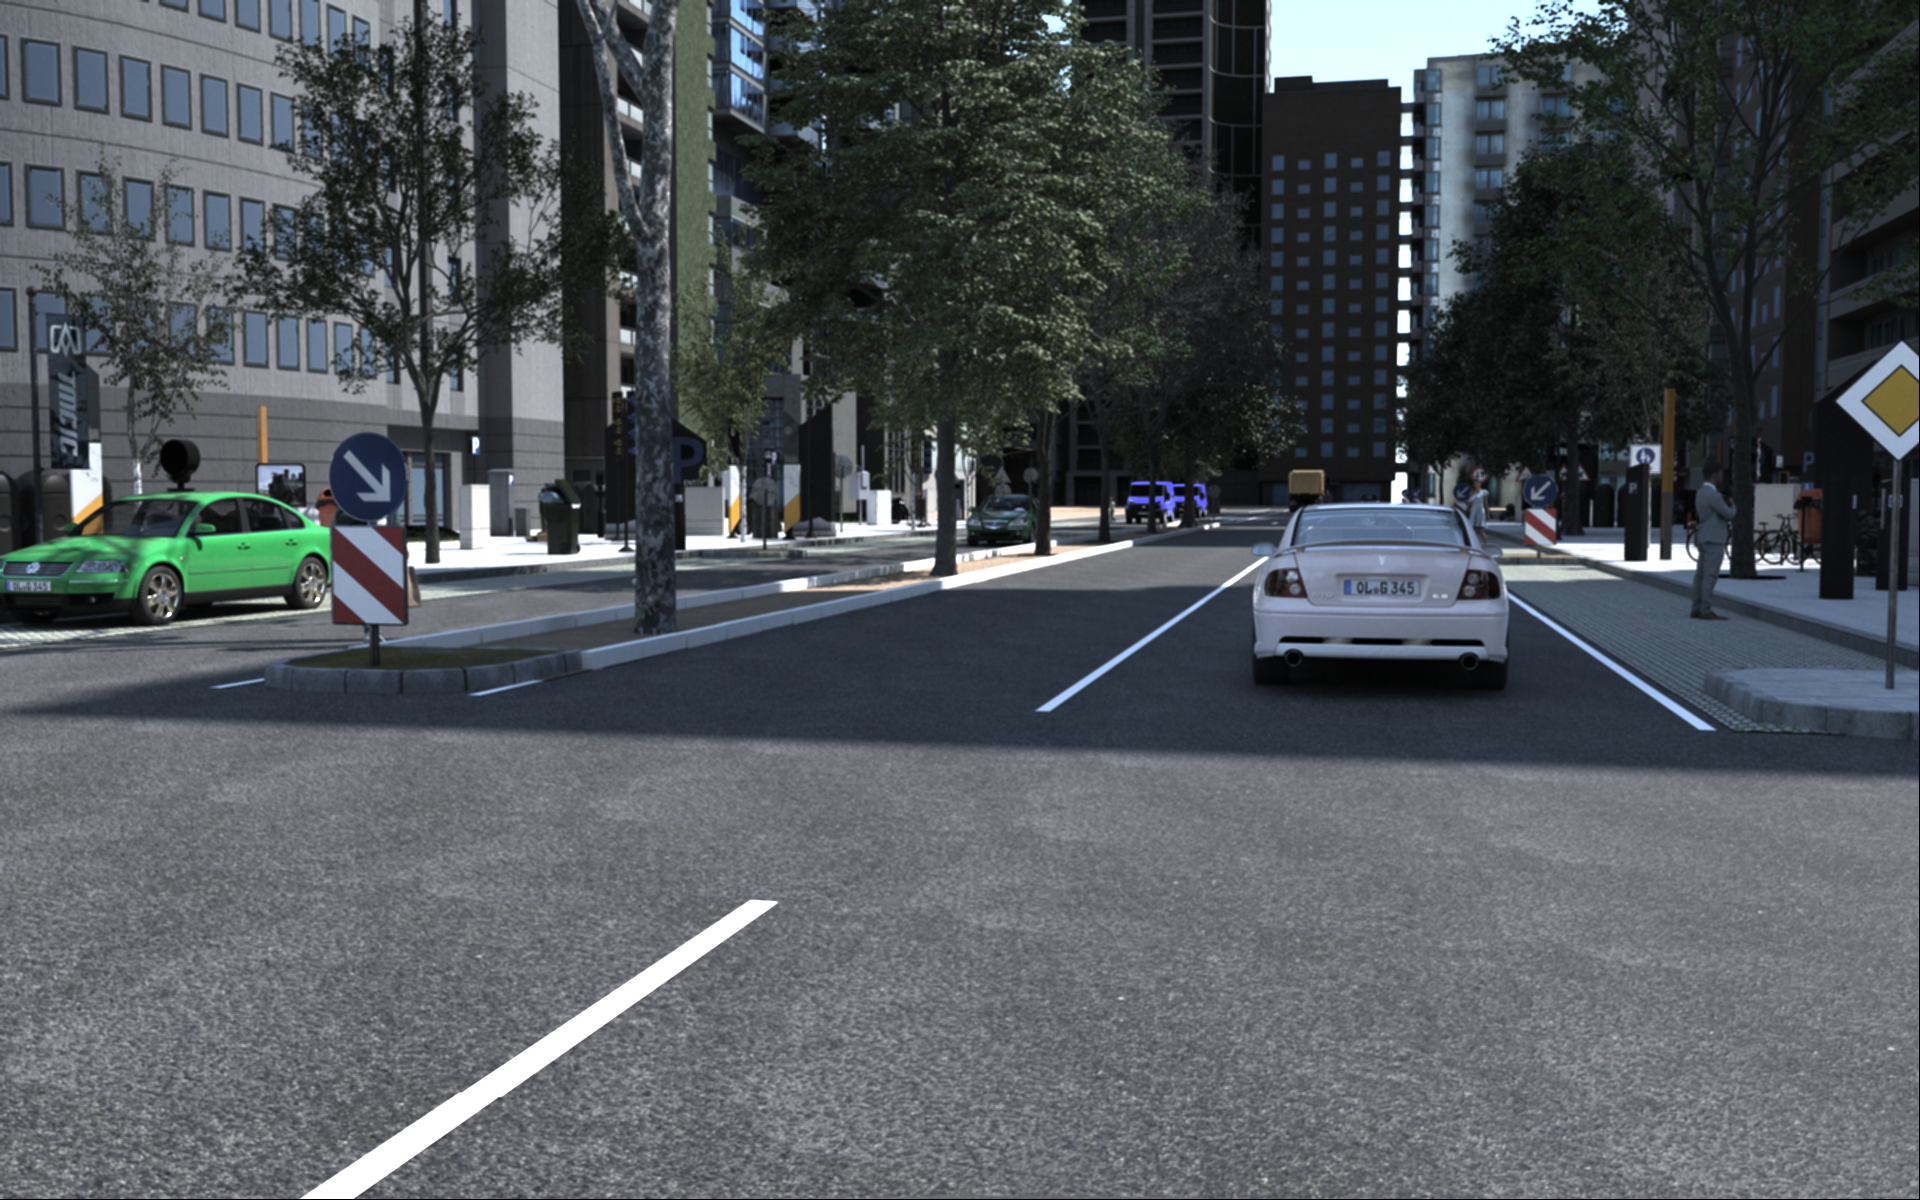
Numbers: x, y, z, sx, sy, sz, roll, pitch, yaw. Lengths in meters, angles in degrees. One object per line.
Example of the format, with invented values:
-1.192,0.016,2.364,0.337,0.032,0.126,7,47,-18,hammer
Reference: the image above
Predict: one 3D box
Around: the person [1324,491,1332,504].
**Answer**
34.023,-9.250,160.287,0.990,1.755,0.434,3,4,38,person

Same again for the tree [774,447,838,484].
-7.975,-6.501,90.009,4.285,4.588,4.351,0,3,0,tree

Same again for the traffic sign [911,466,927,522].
-1.912,-4.865,79.653,0.768,2.556,0.104,1,4,17,traffic sign

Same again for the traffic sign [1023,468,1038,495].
3.414,-5.139,84.130,0.768,2.556,0.104,1,4,22,traffic sign

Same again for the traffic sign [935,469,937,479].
-0.828,-4.911,80.408,0.768,2.556,0.104,1,4,17,traffic sign

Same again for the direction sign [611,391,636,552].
-7.384,-2.828,38.242,0.876,3.537,0.379,3,5,42,direction sign

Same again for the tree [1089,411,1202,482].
14.557,-12.258,134.833,8.767,10.594,7.601,-1,4,-11,tree

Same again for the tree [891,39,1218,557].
1.994,-6.805,39.479,9.928,11.665,9.643,0,3,0,tree

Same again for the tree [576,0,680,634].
-4.121,-9.782,18.282,12.611,20.169,13.585,0,3,0,tree

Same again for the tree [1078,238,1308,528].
9.647,-9.366,72.602,9.611,12.733,9.660,0,3,0,tree

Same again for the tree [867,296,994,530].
-1.647,-6.833,62.078,4.737,8.622,4.395,0,3,0,tree

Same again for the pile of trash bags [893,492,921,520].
-2.380,-4.656,85.882,1.912,1.369,3.447,1,4,13,pile of trash bags

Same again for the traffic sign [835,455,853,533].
-3.893,-3.467,56.792,0.768,2.556,0.104,1,4,17,traffic sign

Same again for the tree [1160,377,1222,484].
21.845,-15.754,164.236,9.857,13.997,8.962,0,3,0,tree

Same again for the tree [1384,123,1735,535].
19.167,-8.373,53.906,9.611,12.733,9.660,0,3,0,tree

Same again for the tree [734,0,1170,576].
-0.264,-6.715,30.382,7.486,12.596,7.792,0,3,0,tree

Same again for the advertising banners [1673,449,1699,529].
26.556,-4.079,62.876,2.074,3.025,0.090,-1,4,-13,advertising banners

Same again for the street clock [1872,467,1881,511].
24.355,-2.536,46.033,0.358,2.002,0.471,-1,4,-17,street clock

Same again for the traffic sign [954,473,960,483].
-0.437,-5.058,82.694,0.884,2.594,0.081,1,4,17,traffic sign

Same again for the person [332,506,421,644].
-5.453,-0.476,16.264,0.794,1.824,0.713,-2,4,-35,person

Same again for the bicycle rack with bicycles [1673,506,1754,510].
18.456,-1.691,41.031,2.852,0.926,2.925,2,4,29,bicycle rack with bicycles

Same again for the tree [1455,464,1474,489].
31.538,-6.977,108.675,1.663,3.219,1.824,0,3,0,tree

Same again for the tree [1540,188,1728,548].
16.033,-5.529,40.769,4.360,8.622,3.978,0,3,0,tree

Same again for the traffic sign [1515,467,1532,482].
23.918,-4.477,73.209,0.884,2.594,0.081,1,4,18,traffic sign

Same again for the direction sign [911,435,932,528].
-1.484,-4.554,66.452,0.876,3.537,0.379,-2,4,-27,direction sign

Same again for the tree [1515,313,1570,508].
22.020,-7.113,66.661,4.737,8.622,4.395,0,3,0,tree

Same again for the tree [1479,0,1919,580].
11.858,-6.139,26.130,9.928,11.665,9.643,0,3,0,tree

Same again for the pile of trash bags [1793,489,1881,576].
14.730,-1.082,27.443,1.912,1.369,3.447,-2,4,-25,pile of trash bags

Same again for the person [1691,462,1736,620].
8.620,-0.677,19.742,0.466,1.800,0.511,-1,4,-9,person

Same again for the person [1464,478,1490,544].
12.423,-2.021,41.634,0.778,1.811,0.616,-3,5,-44,person

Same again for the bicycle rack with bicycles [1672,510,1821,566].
15.275,-1.133,31.902,2.852,0.926,2.925,-1,4,-13,bicycle rack with bicycles

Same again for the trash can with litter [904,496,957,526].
-1.278,-3.550,69.107,2.233,1.210,1.678,1,4,11,trash can with litter

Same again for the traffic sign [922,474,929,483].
-1.817,-4.980,81.524,0.768,2.556,0.104,1,4,16,traffic sign

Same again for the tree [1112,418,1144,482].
12.691,-10.632,124.198,4.360,8.622,3.978,0,3,0,tree

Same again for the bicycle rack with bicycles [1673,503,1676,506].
28.484,-3.514,70.829,2.925,0.926,2.852,3,5,44,bicycle rack with bicycles

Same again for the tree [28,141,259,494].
-17.513,-5.315,37.271,4.360,8.622,3.978,0,3,0,tree

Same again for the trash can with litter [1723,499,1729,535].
18.979,-1.963,43.481,0.624,1.170,1.055,2,4,25,trash can with litter

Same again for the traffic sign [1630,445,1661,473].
14.129,-2.057,35.755,0.606,2.300,0.079,1,4,18,traffic sign

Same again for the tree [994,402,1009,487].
0.352,-7.648,75.403,4.737,8.622,4.395,0,3,0,tree

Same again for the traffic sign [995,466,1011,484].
1.907,-4.882,79.824,0.884,2.594,0.081,1,4,14,traffic sign

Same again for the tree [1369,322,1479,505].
34.278,-13.032,123.441,12.009,13.543,11.850,0,3,0,tree

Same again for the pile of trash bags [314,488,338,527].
-11.247,-1.076,27.352,3.447,1.369,1.912,0,4,-1,pile of trash bags

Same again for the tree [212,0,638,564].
-9.677,-5.971,32.039,8.767,10.594,7.601,0,4,7,tree

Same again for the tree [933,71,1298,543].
4.238,-8.405,50.242,12.009,13.543,11.850,0,3,0,tree

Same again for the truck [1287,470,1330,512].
28.022,-8.799,139.779,3.469,3.379,9.791,1,4,13,truck

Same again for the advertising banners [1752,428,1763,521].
20.605,-2.997,45.191,0.090,3.025,2.074,3,5,40,advertising banners

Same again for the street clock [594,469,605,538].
-10.524,-2.821,50.694,0.358,2.002,0.471,-1,4,-9,street clock

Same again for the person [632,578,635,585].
-4.557,-1.002,25.554,0.598,1.740,0.731,-2,4,-31,person

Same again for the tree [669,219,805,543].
-5.921,-5.812,45.389,4.737,8.622,4.395,0,3,0,tree

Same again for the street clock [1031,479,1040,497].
3.625,-4.789,82.871,0.471,2.002,0.358,0,4,7,street clock

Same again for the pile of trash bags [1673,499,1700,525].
31.571,-3.859,72.844,3.447,1.369,1.912,2,4,34,pile of trash bags

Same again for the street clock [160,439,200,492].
-10.385,-1.134,23.108,0.471,2.002,0.358,1,4,18,street clock

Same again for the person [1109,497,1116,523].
7.513,-4.442,85.373,0.306,1.304,0.590,3,5,41,person
